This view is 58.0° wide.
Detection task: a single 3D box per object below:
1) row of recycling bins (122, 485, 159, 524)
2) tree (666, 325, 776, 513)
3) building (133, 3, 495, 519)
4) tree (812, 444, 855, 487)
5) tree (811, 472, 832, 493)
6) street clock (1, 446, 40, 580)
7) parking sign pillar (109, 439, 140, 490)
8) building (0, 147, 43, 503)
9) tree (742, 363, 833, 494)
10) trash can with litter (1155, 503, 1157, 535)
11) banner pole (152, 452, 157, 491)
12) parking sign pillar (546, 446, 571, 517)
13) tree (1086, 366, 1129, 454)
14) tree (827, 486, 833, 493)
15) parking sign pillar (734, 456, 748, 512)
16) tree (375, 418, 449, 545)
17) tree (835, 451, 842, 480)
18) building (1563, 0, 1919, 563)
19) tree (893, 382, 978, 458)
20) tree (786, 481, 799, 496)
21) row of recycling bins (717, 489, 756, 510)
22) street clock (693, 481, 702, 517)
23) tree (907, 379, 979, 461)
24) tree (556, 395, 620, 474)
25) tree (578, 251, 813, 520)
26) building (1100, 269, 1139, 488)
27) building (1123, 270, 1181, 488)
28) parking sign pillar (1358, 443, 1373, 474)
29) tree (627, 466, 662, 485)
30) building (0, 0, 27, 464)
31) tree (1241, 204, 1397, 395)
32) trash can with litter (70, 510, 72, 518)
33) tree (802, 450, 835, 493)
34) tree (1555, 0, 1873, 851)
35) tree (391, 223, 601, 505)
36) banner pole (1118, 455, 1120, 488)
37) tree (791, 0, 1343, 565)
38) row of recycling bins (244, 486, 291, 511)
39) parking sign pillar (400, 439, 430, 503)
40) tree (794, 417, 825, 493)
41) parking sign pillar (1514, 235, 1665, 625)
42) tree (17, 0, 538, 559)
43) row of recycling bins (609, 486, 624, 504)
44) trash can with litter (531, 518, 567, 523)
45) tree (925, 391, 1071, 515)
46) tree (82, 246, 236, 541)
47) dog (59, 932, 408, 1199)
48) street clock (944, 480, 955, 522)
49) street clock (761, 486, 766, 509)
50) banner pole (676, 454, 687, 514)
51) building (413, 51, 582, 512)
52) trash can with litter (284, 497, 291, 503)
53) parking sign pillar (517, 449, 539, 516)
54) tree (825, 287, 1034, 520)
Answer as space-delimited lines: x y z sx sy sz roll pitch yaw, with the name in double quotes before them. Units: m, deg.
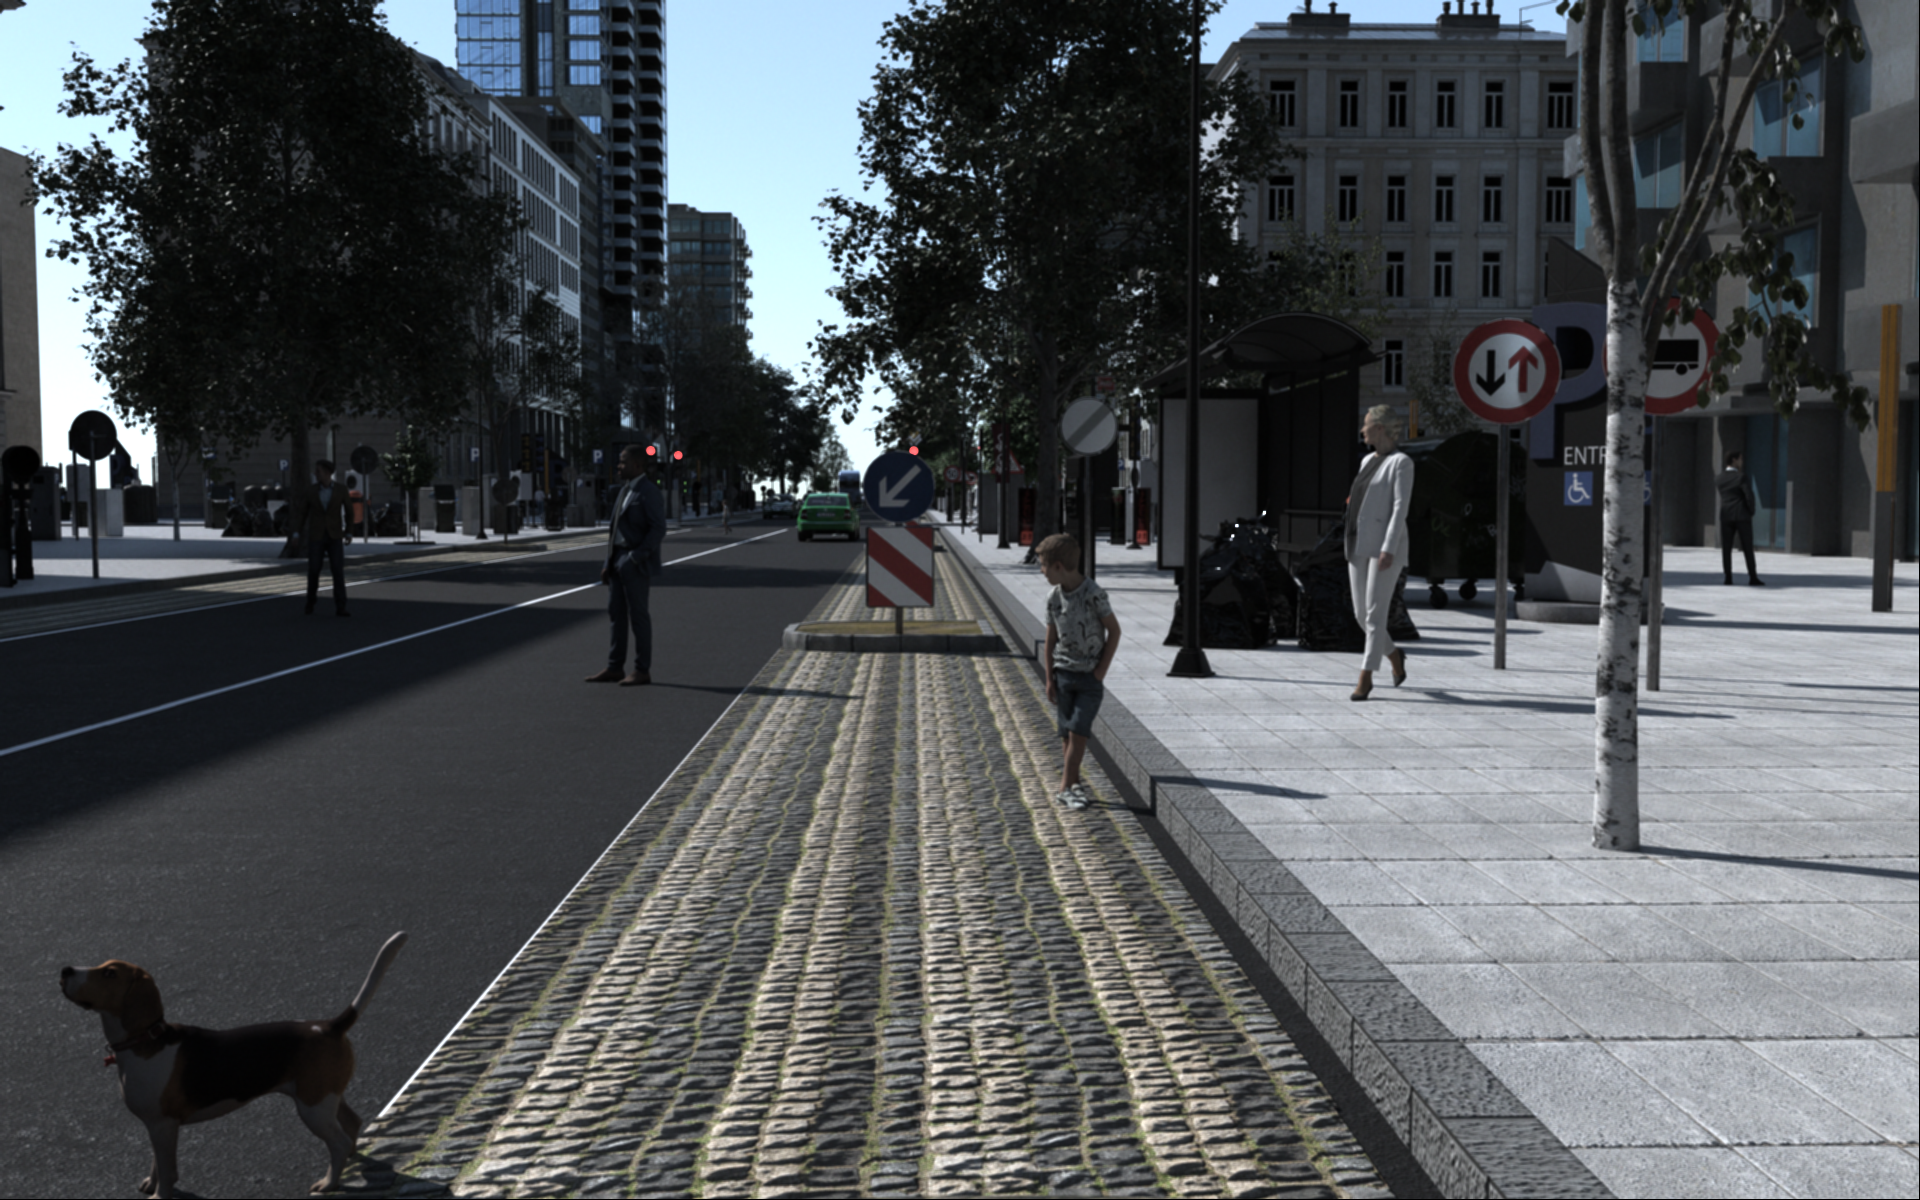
"row of recycling bins" -36.144 -4.241 76.448 1.069 1.692 3.534 -1 4 -14
"tree" -15.947 -12.108 116.085 7.486 12.596 7.792 0 3 0
"building" -35.530 -19.147 98.955 13.634 28.700 20.117 0 4 -2
"tree" -21.795 -22.262 298.397 8.767 10.594 7.601 1 4 13
"tree" -20.007 -16.279 249.877 4.285 4.588 4.351 0 3 0
"street clock" -14.068 -1.310 25.987 0.358 2.002 0.471 3 4 37
"parking sign pillar" -40.838 -5.860 84.290 1.447 3.967 1.447 3 4 37
"building" -61.015 -14.621 93.804 16.860 20.320 10.420 0 4 -2
"tree" -17.155 -15.932 167.151 9.857 13.997 8.962 0 3 0
"trash can with litter" 6.166 -2.669 55.028 0.624 1.170 1.055 0 4 -3
"banner pole" -47.670 -6.880 102.508 0.401 3.779 0.863 0 4 -8
"parking sign pillar" -22.743 -6.704 98.078 1.447 3.967 1.447 -2 4 -28
"tree" 7.373 -8.825 94.658 4.737 8.622 4.395 0 3 0
"tree" -20.427 -16.637 266.622 1.663 3.219 1.824 0 3 0
"parking sign pillar" -15.870 -8.264 123.586 1.447 3.967 1.447 0 4 -5
"tree" -14.149 -3.045 44.381 1.663 3.219 1.824 0 3 0
"tree" -20.597 -19.977 276.993 4.360 8.622 3.978 0 3 0
"building" 27.570 -25.493 36.422 23.786 49.044 30.456 0 4 -2
"tree" -2.636 -17.093 186.126 9.857 13.997 8.962 0 3 0
"tree" -18.672 -12.338 196.319 1.663 3.219 1.824 0 3 0
"row of recycling bins" -19.306 -8.716 149.612 3.534 1.692 1.069 -3 4 -38
"street clock" -14.773 -5.679 97.418 0.471 2.002 0.358 -1 4 -12
"tree" -1.879 -15.152 165.857 7.486 12.596 7.792 0 3 0
"tree" -26.402 -10.583 123.393 4.737 8.622 4.395 0 3 0
"tree" -14.636 -10.832 87.480 12.009 13.543 11.850 0 3 0
"building" 16.890 -17.974 143.019 9.793 20.994 18.267 0 4 -2
"building" 18.080 -16.562 125.535 10.420 20.320 16.860 0 4 -2
"parking sign pillar" 18.864 -5.661 81.030 1.447 3.967 1.447 0 4 1
"tree" -14.314 -5.160 78.973 1.663 3.219 1.824 0 3 0
"building" -38.043 -11.207 47.860 19.286 19.102 10.561 0 4 -2
"tree" 8.964 -5.687 43.341 4.737 8.622 4.395 0 3 0
"trash can with litter" -49.004 -5.145 95.170 2.233 1.210 1.678 0 4 5
"tree" -18.793 -16.237 215.844 4.360 8.622 3.978 0 3 0
"tree" 2.596 -3.398 5.925 4.360 8.622 3.978 0 3 0
"tree" -15.203 -7.483 56.760 7.601 10.594 8.767 2 4 27
"banner pole" 10.029 -7.348 110.159 0.401 3.779 0.863 1 4 17
"tree" 1.701 -7.009 31.602 9.611 12.733 9.660 0 3 0
"row of recycling bins" -33.519 -4.747 84.724 1.069 1.692 3.534 1 4 20
"parking sign pillar" -25.615 -5.684 81.404 1.447 3.967 1.447 0 4 6
"tree" -18.909 -18.338 225.573 9.928 11.665 9.643 0 3 0
"parking sign pillar" 6.412 -1.779 17.567 1.447 3.967 1.447 -2 4 -32
"tree" -13.367 -7.199 34.717 9.611 12.733 9.660 0 3 0
"row of recycling bins" -17.229 -5.002 88.902 1.069 1.692 3.534 0 4 4
"trash can with litter" -18.085 -4.063 77.481 1.678 1.210 2.233 -2 4 -34
"tree" 1.848 -4.016 49.369 4.285 4.588 4.351 0 3 0
"tree" -21.308 -5.898 46.796 4.737 8.622 4.395 0 3 0
"dog" -1.473 0.962 3.552 0.406 0.507 0.540 2 4 27
"street clock" -0.478 -4.610 79.949 0.471 2.002 0.358 3 5 40
"street clock" -17.172 -8.976 151.332 0.358 2.002 0.471 3 5 41
"banner pole" -17.533 -7.297 109.318 0.863 3.779 0.401 -1 4 -14
"building" -35.499 -21.222 124.466 11.434 29.767 29.804 0 4 -2
"trash can with litter" -23.621 -3.017 60.382 2.233 1.210 1.678 0 4 0
"parking sign pillar" -25.629 -6.982 102.620 1.447 3.967 1.447 2 4 35
"tree" 0.186 -9.854 86.862 9.928 11.665 9.643 0 3 0
